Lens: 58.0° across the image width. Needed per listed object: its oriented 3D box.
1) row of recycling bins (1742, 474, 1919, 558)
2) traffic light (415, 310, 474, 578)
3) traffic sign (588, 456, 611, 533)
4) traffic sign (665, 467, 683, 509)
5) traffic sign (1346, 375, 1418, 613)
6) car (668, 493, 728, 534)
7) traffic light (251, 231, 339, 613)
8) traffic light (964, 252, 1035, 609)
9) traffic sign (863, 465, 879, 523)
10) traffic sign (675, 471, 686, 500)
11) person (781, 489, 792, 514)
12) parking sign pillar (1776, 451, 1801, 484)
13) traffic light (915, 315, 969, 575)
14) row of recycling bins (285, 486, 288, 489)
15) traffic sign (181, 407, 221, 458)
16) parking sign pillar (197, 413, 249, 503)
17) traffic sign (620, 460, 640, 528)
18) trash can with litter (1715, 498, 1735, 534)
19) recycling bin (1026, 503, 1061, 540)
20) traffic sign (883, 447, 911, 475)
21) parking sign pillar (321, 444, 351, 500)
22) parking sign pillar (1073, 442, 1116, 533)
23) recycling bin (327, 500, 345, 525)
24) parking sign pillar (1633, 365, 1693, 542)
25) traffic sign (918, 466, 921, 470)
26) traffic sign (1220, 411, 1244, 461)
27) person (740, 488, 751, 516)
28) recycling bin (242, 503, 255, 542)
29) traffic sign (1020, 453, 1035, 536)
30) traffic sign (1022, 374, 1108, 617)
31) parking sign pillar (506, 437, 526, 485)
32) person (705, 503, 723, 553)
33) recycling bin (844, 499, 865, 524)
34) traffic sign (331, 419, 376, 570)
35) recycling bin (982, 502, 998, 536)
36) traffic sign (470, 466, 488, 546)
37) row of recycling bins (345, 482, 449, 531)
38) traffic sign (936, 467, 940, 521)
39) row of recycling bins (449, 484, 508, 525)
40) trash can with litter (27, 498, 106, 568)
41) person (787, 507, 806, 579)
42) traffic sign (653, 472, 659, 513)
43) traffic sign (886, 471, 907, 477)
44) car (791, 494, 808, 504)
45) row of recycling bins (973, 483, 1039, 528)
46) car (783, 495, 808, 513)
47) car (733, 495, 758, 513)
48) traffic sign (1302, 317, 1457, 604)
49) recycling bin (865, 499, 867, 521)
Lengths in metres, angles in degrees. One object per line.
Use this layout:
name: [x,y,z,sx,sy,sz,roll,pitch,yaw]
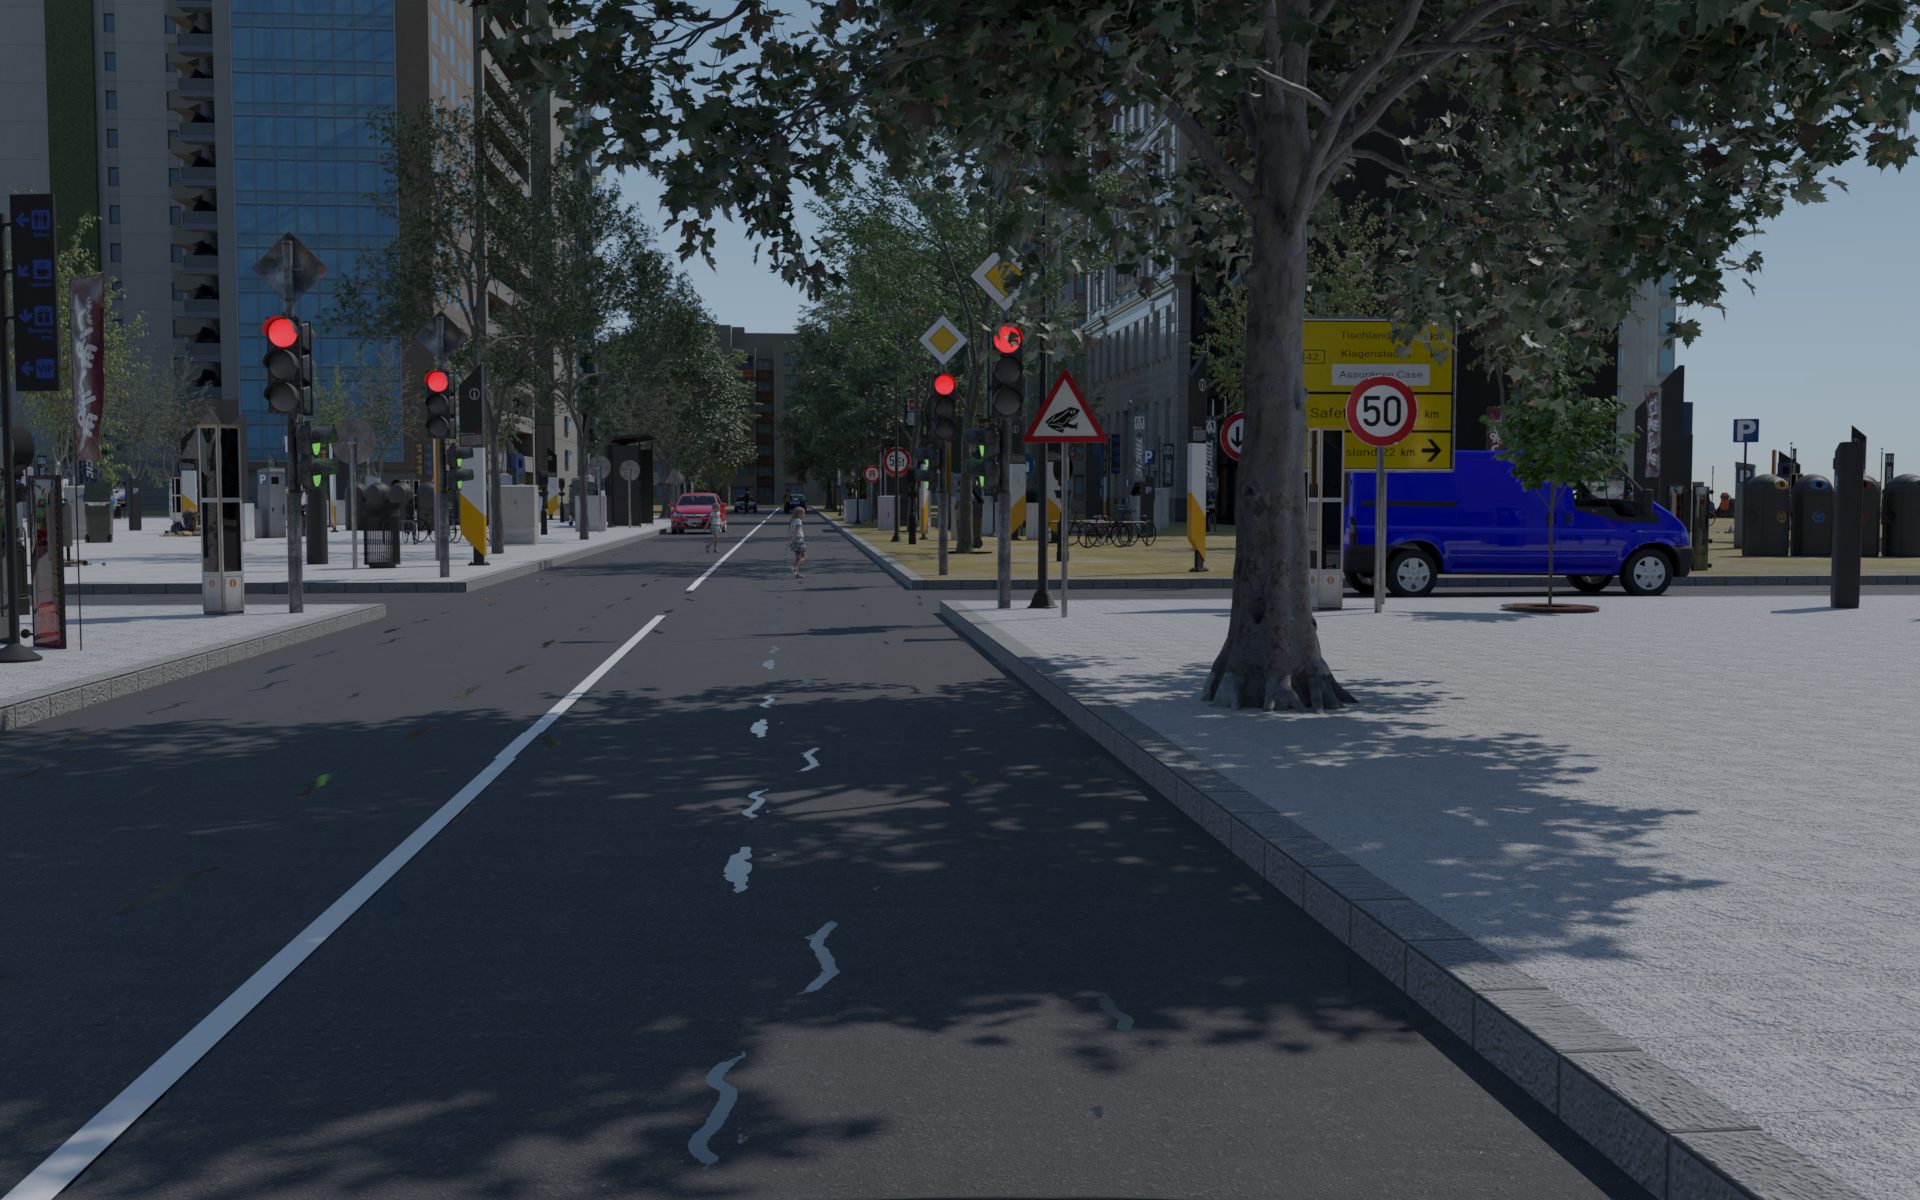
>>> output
row of recycling bins: [17.991,-1.744,35.628,3.534,1.692,1.069,1,4,9]
traffic light: [-7.909,-2.300,26.528,0.839,4.253,0.868,0,4,-5]
traffic sign: [-11.948,-3.503,57.381,0.768,2.556,0.104,0,4,4]
traffic sign: [-13.902,-5.147,84.164,0.884,2.594,0.081,0,4,-5]
traffic sign: [4.516,-1.133,18.629,0.768,2.556,0.104,0,4,2]
car: [-9.537,-3.318,63.289,2.155,1.783,4.494,0,4,-4]
traffic light: [-7.148,-1.814,18.579,0.839,4.253,0.868,0,4,-5]
traffic light: [0.477,-1.859,19.322,0.839,4.253,0.868,0,4,-5]
traffic sign: [-3.901,-4.698,76.914,0.768,2.556,0.104,0,3,0]
traffic sign: [-13.909,-5.156,85.489,0.795,2.450,0.064,0,4,-1]
person: [-12.432,-7.090,124.515,0.705,1.812,1.348,2,4,28]
parking sign pillar: [51.074,-7.239,106.825,1.447,3.967,1.447,-3,5,-44]
traffic light: [-0.284,-2.346,27.271,0.839,4.253,0.868,0,4,-5]
row of recycling bins: [-33.480,-5.042,89.555,3.534,1.692,1.069,-2,4,-30]
traffic sign: [-11.205,-1.585,25.916,0.884,2.594,0.081,0,4,-3]
parking sign pillar: [-24.027,-4.189,56.968,1.447,3.967,1.447,1,4,16]
traffic sign: [-12.400,-3.970,65.021,0.768,2.556,0.104,0,4,3]
trash can with litter: [25.333,-2.796,56.774,1.678,1.210,2.233,3,4,36]
recycling bin: [2.334,-2.188,48.327,0.722,1.027,0.722,-3,5,-41]
traffic sign: [-1.711,-2.870,47.034,0.768,2.556,0.104,0,4,-1]
parking sign pillar: [-29.770,-5.773,82.861,1.447,3.967,1.447,0,4,2]
parking sign pillar: [4.433,-4.183,56.870,1.447,3.967,1.447,1,4,13]
recycling bin: [-25.783,-3.615,71.658,0.722,1.027,0.722,-2,4,-24]
parking sign pillar: [14.964,-2.961,36.879,1.447,3.967,1.447,-1,4,-19]
traffic sign: [-1.523,-4.643,76.017,0.768,2.556,0.104,0,4,-5]
traffic sign: [4.385,-1.632,26.787,0.768,2.556,0.104,0,4,-5]
person: [-14.289,-6.579,115.698,0.705,1.869,1.348,-3,4,-36]
recycling bin: [-19.576,-2.099,46.866,0.722,1.027,0.722,0,4,-2]
traffic sign: [1.891,-3.230,52.924,0.768,2.556,0.104,0,4,-5]
traffic sign: [1.084,-1.097,17.948,0.884,2.594,0.081,0,4,2]
parking sign pillar: [-21.166,-5.757,82.603,1.447,3.967,1.447,1,4,9]
person: [-6.001,-1.763,42.342,0.382,1.210,0.505,2,4,23]
recycling bin: [-4.615,-3.813,74.894,0.722,1.027,0.722,-1,4,-12]
traffic sign: [-10.275,-1.788,29.343,0.768,2.556,0.104,0,4,1]
recycling bin: [0.776,-2.519,53.739,0.722,1.027,0.722,-2,4,-26]
traffic sign: [-12.008,-2.597,42.470,0.884,2.594,0.081,0,4,-4]
row of recycling bins: [-20.007,-3.296,61.010,3.534,1.692,1.069,1,4,9]
traffic sign: [-1.032,-5.027,82.188,0.884,2.594,0.081,0,4,1]
row of recycling bins: [-19.916,-3.941,71.549,3.534,1.692,1.069,1,4,21]
trash can with litter: [-16.064,-1.198,30.644,1.678,1.210,2.233,-1,4,-14]
person: [-2.826,-0.977,29.490,0.382,1.210,0.505,-2,4,-29]
traffic sign: [-17.451,-6.008,98.338,0.768,2.556,0.104,0,4,-2]
traffic sign: [-1.908,-3.204,52.484,0.768,2.556,0.104,0,4,1]
car: [-15.384,-9.261,163.219,2.131,1.459,4.920,0,4,-5]
row of recycling bins: [1.779,-3.610,66.136,3.534,1.692,1.069,0,4,-8]
car: [-12.660,-7.369,133.068,1.945,1.354,3.894,0,4,-4]
car: [-16.387,-7.334,132.486,1.945,1.354,3.894,0,4,-6]
traffic sign: [4.601,-1.601,20.046,2.265,3.308,0.079,0,4,-3]
recycling bin: [-4.822,-4.229,81.697,0.722,1.027,0.722,1,4,21]
